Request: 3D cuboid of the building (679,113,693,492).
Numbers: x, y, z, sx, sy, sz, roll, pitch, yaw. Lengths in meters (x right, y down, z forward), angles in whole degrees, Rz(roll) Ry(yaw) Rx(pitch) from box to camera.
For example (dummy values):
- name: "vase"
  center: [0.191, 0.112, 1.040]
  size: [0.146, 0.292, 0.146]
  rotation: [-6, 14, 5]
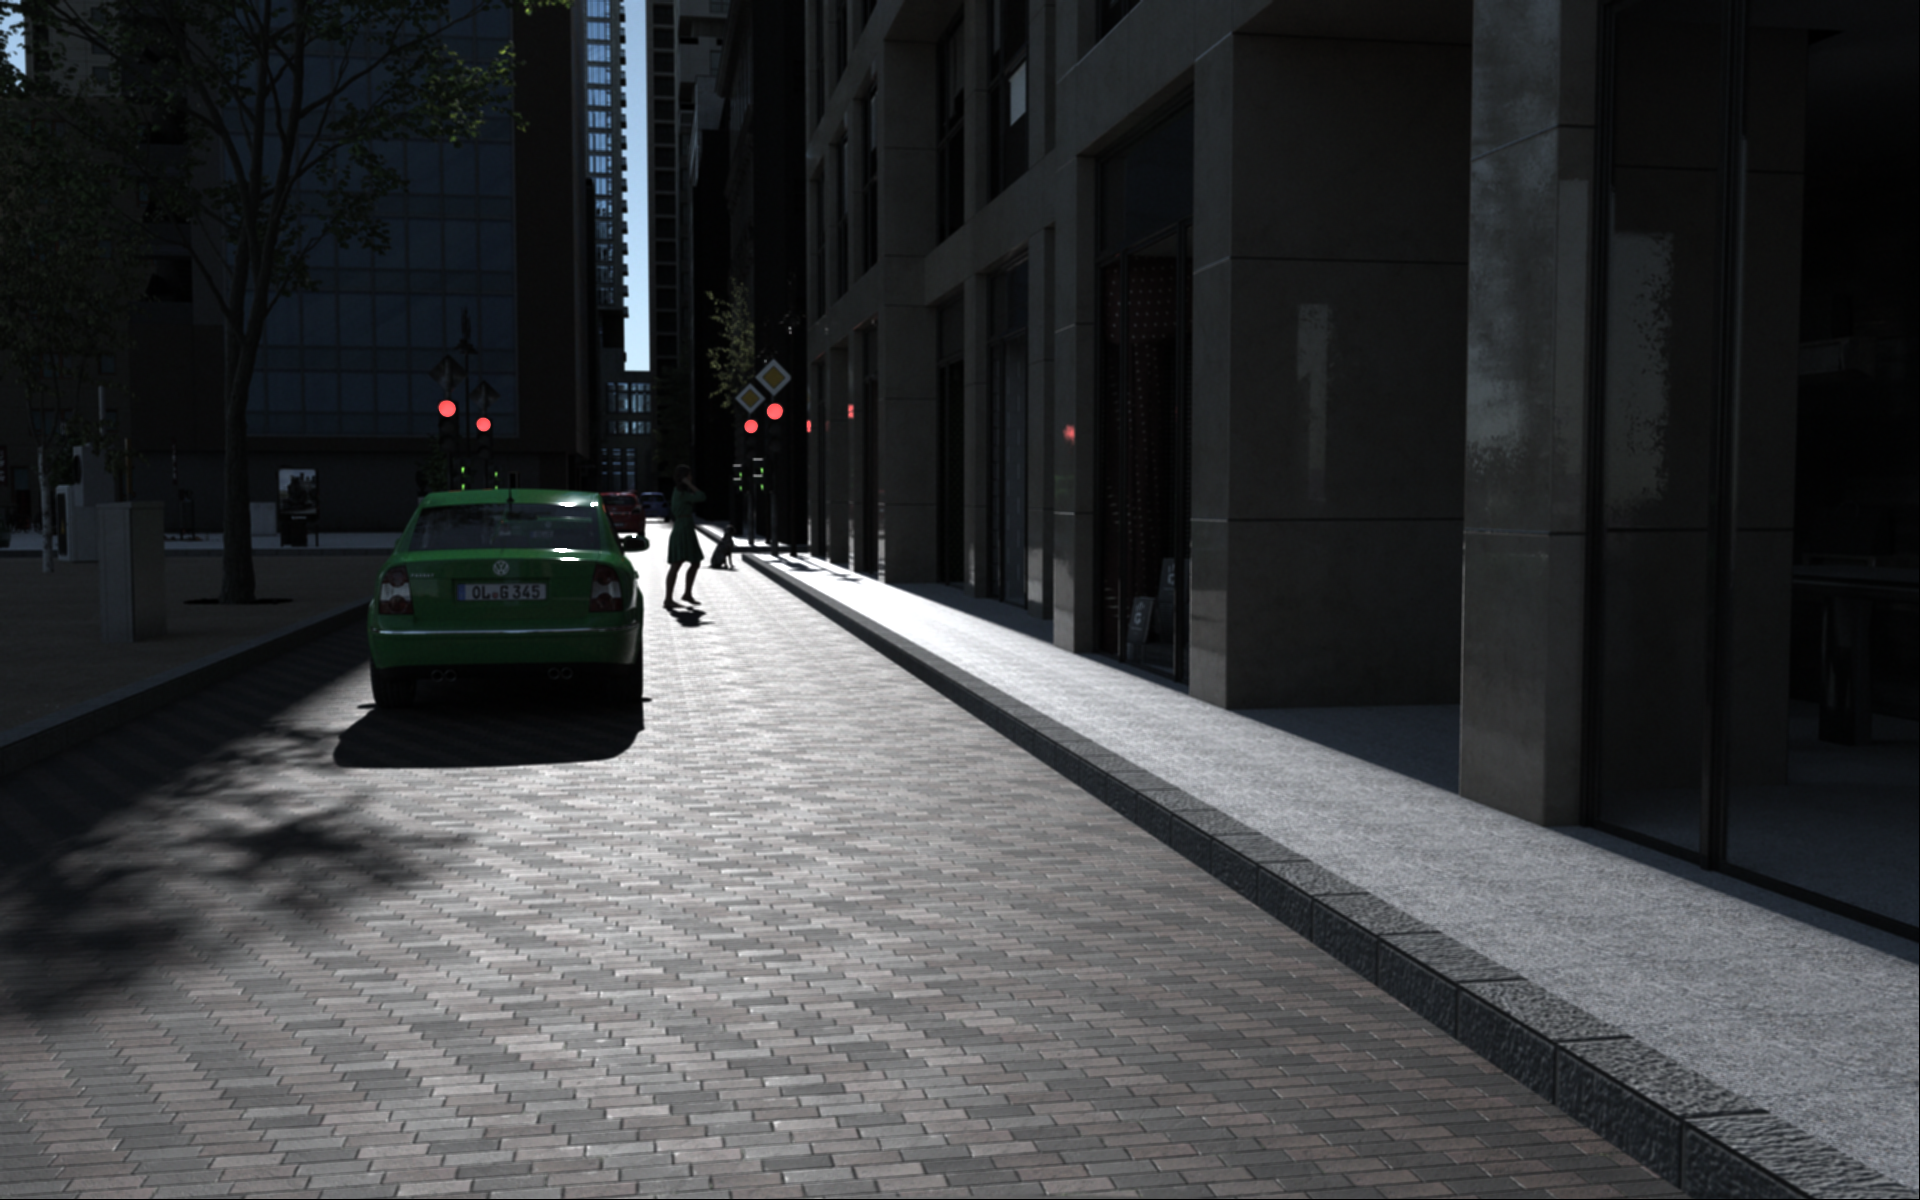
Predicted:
- name: "building"
  center: [-14.836, -22.268, 135.791]
  size: [14.160, 30.474, 14.107]
  rotation: [-1, 4, -10]

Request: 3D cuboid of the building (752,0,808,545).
- name: "building"
  center: [2.331, -13.491, 50.250]
  size: [15.834, 23.373, 12.332]
  rotation: [-1, 4, -10]

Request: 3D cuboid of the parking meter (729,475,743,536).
- name: "parking meter"
  center: [-6.925, -2.930, 53.611]
  size: [0.255, 1.863, 0.399]
  rotation: [3, 4, 37]

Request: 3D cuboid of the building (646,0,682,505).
- name: "building"
  center: [-27.401, -47.209, 210.116]
  size: [20.611, 71.187, 20.563]
  rotation: [-1, 4, -10]

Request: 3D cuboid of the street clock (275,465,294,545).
- name: "street clock"
  center: [-17.003, -2.396, 43.739]
  size: [0.471, 2.002, 0.358]
  rotation: [1, 4, 19]

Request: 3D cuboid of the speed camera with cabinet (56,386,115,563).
- name: "speed camera with cabinet"
  center: [-16.264, -2.314, 32.165]
  size: [0.660, 3.252, 2.038]
  rotation: [-3, 5, -39]

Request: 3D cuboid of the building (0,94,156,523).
- name: "building"
  center: [-34.959, -15.033, 90.834]
  size: [27.650, 21.520, 28.899]
  rotation: [-1, 4, -10]

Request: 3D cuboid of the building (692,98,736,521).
- name: "building"
  center: [-7.603, -16.006, 91.375]
  size: [12.332, 23.373, 15.834]
  rotation: [-1, 4, -10]

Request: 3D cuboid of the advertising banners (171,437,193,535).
- name: "advertising banners"
  center: [-24.481, -3.566, 54.495]
  size: [0.090, 3.025, 2.074]
  rotation: [-1, 4, -8]

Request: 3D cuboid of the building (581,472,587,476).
- name: "building"
  center: [-39.410, -28.959, 128.102]
  size: [22.147, 44.769, 28.867]
  rotation: [-1, 4, -10]

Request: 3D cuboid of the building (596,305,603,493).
- name: "building"
  center: [-51.472, -20.239, 175.951]
  size: [28.899, 21.520, 27.650]
  rotation: [-1, 4, -10]

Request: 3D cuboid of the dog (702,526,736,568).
- name: "dog"
  center: [-4.727, -1.027, 33.632]
  size: [0.800, 0.831, 0.513]
  rotation: [-1, 4, -12]

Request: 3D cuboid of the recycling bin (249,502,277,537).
- name: "recycling bin"
  center: [-21.250, -2.457, 52.733]
  size: [0.722, 1.027, 0.722]
  rotation: [-2, 4, -30]

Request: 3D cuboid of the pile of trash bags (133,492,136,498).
- name: "pile of trash bags"
  center: [-36.493, -3.900, 73.521]
  size: [3.447, 1.369, 1.912]
  rotation: [-3, 4, -37]

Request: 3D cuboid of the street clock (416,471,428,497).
- name: "street clock"
  center: [-16.566, -2.985, 53.383]
  size: [0.358, 2.002, 0.471]
  rotation: [-3, 5, -39]

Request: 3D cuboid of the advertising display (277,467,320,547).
- name: "advertising display"
  center: [-16.059, -2.253, 42.049]
  size: [0.974, 1.923, 0.123]
  rotation: [0, 4, 0]

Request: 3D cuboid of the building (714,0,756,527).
- name: "building"
  center: [-4.280, -14.915, 72.740]
  size: [11.050, 23.489, 19.941]
  rotation: [-1, 4, -10]

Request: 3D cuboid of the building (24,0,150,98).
- name: "building"
  center: [-92.807, -46.503, 198.569]
  size: [20.611, 71.187, 20.563]
  rotation: [-1, 4, -10]

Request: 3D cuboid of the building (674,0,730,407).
- name: "building"
  center: [-11.995, -34.746, 157.334]
  size: [28.713, 52.752, 27.495]
  rotation: [-1, 4, -10]

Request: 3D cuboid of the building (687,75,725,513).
- name: "building"
  center: [-10.683, -17.792, 108.915]
  size: [12.078, 24.808, 19.932]
  rotation: [-1, 4, -10]

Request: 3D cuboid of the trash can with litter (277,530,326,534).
- name: "trash can with litter"
  center: [-21.224, -2.720, 55.521]
  size: [1.678, 1.210, 2.233]
  rotation: [-1, 4, -9]

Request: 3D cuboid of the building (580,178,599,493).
- name: "building"
  center: [-38.943, -23.178, 150.668]
  size: [14.160, 30.474, 14.107]
  rotation: [-1, 4, -10]

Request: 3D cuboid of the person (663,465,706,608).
- name: "person"
  center: [-3.523, -0.806, 21.932]
  size: [0.529, 1.795, 0.600]
  rotation: [-2, 4, -25]

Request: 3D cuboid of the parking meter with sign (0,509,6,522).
- name: "parking meter with sign"
  center: [-29.193, -3.393, 51.737]
  size: [1.738, 3.016, 0.543]
  rotation: [2, 4, 30]

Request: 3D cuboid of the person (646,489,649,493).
- name: "person"
  center: [-26.486, -8.462, 146.833]
  size: [0.705, 1.826, 1.348]
  rotation: [2, 4, 24]

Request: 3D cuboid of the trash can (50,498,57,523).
- name: "trash can"
  center: [-32.233, -3.065, 61.764]
  size: [0.748, 1.137, 0.748]
  rotation: [0, 3, 0]

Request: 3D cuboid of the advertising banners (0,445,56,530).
- name: "advertising banners"
  center: [-33.826, -4.061, 62.579]
  size: [2.074, 3.025, 0.090]
  rotation: [-3, 5, -43]

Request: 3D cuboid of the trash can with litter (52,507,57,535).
- name: "trash can with litter"
  center: [-27.936, -2.590, 53.733]
  size: [1.055, 1.170, 0.624]
  rotation: [0, 4, 4]

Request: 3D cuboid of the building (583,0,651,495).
- name: "building"
  center: [-52.819, -54.589, 205.198]
  size: [31.000, 86.520, 22.319]
  rotation: [-1, 4, -10]

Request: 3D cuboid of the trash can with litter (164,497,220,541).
- name: "trash can with litter"
  center: [-21.407, -2.235, 47.597]
  size: [2.233, 1.210, 1.678]
  rotation: [2, 4, 29]

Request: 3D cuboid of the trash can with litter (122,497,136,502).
- name: "trash can with litter"
  center: [-32.756, -3.478, 68.260]
  size: [0.624, 1.170, 1.055]
  rotation: [0, 4, -4]
